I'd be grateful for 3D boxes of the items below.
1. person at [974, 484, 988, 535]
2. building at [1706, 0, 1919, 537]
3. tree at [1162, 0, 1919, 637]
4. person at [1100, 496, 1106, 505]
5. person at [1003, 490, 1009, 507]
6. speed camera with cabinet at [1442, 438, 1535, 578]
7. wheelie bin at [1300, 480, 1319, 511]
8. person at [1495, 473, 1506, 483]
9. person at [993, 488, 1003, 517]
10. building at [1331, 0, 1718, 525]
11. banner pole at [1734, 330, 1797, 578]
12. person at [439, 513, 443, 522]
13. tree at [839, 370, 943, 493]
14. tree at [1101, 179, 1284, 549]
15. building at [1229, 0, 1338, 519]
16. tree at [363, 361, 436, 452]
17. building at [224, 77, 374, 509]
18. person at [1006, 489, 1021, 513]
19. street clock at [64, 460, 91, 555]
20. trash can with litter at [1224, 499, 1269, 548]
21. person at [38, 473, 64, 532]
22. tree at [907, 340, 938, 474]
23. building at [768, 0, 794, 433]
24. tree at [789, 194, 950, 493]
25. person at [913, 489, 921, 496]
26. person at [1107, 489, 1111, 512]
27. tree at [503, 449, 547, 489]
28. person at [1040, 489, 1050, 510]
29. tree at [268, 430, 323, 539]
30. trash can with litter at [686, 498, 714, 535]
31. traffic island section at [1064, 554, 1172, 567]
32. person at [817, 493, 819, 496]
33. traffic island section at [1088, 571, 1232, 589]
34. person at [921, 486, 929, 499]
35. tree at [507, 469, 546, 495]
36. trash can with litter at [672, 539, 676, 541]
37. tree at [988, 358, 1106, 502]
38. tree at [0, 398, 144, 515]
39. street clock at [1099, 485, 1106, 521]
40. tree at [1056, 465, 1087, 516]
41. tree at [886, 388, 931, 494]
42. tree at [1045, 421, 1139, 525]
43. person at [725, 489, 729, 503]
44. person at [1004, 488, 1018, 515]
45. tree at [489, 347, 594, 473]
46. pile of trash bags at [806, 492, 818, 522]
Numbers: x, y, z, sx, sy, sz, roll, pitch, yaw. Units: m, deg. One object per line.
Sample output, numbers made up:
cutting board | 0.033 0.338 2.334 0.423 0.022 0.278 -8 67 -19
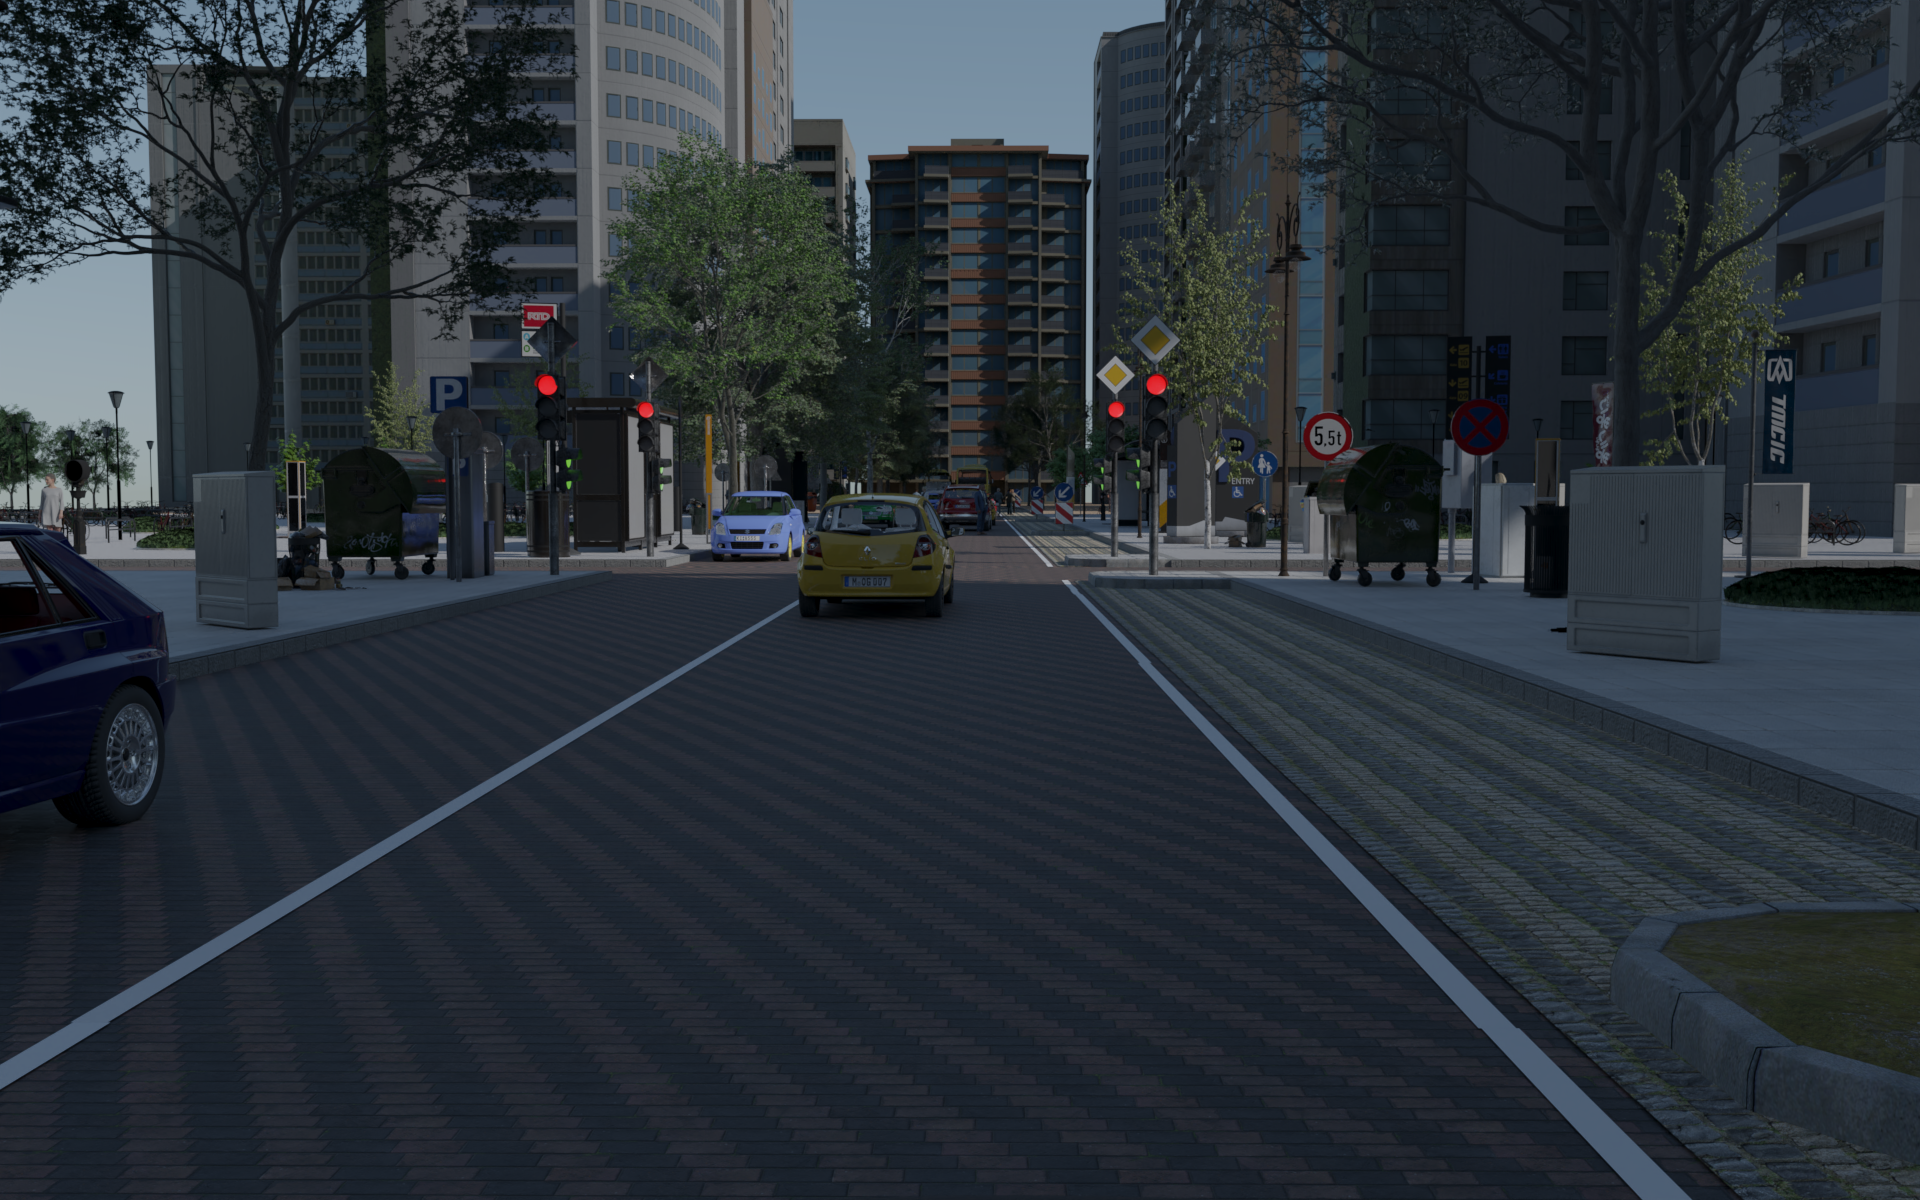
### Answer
person | 0.749 -3.220 61.334 0.419 1.800 0.721 3 4 36
building | 41.659 -31.307 53.876 28.212 58.520 21.231 0 4 1
tree | 6.155 -6.428 15.463 12.009 13.543 11.850 0 3 0
person | 12.300 -8.557 149.146 0.628 1.438 0.799 -3 4 -38
person | 4.755 -9.981 171.701 1.348 1.823 0.705 -1 4 -21
speed camera with cabinet | 8.330 -2.018 27.331 0.660 3.252 2.038 -1 4 -10
wheelie bin | 8.414 -1.977 40.224 0.980 1.594 0.693 -1 4 -14
person | 13.248 -2.224 42.592 0.709 1.800 0.728 -2 4 -30
person | 2.408 -6.199 110.026 0.661 1.801 0.590 0 4 -3
building | 23.151 -18.505 74.256 14.160 30.474 14.107 0 4 1
banner pole | 12.325 -2.228 26.444 0.863 3.779 0.401 0 4 3
person | -17.020 -2.938 56.676 0.503 1.515 0.523 1 4 10
tree | -6.331 -14.483 153.797 9.611 12.733 9.660 0 3 0
tree | 5.613 -5.483 40.008 4.737 8.622 4.395 0 3 0
building | 22.976 -27.267 95.919 14.600 45.320 14.200 0 4 1
tree | -30.663 -8.875 95.461 4.737 8.622 4.395 0 3 0
building | -49.275 -28.602 159.526 23.993 40.220 32.217 0 4 1
person | 3.864 -7.277 127.485 1.348 1.823 0.705 0 4 2
street clock | -18.668 -1.964 36.679 0.471 2.002 0.358 1 4 15
trash can with litter | 6.885 -1.850 41.637 1.055 1.170 0.624 2 4 25
person | -19.889 -1.900 37.865 0.760 1.731 0.466 3 4 38
tree | -6.478 -14.129 137.658 9.857 13.997 8.962 0 3 0
building | -26.865 -44.378 163.837 20.611 71.187 20.563 0 4 1
tree | -7.053 -15.696 112.523 12.611 20.169 13.585 0 3 0
person | -3.379 -7.665 133.805 1.348 1.826 0.705 0 4 2
person | 10.671 -7.070 123.107 0.415 1.643 0.593 1 4 21
tree | -26.066 -7.395 104.625 4.285 4.588 4.351 0 3 0
person | 6.767 -8.262 141.833 1.217 1.736 0.721 1 4 13
tree | -19.442 -3.405 50.272 1.663 3.219 1.824 0 3 0
trash can with litter | -8.032 -2.637 54.498 1.055 1.170 0.624 -3 4 -38
traffic island section | 3.175 -0.801 35.375 2.009 0.180 2.903 0 4 1
person | -10.468 -7.730 132.510 1.350 1.814 0.705 -1 4 -20
traffic island section | 3.081 -0.312 27.390 2.009 0.180 2.903 0 4 1
person | -1.907 -5.203 93.446 0.514 1.842 0.818 1 4 16
tree | -18.259 -4.781 72.765 1.663 3.219 1.824 0 3 0
trash can with litter | -8.602 -2.269 48.162 1.678 1.210 2.233 -1 4 -11
tree | 6.583 -11.256 118.446 8.767 10.594 7.601 -1 4 -11
tree | -56.991 -8.447 101.021 11.467 7.101 20.602 0 4 1
street clock | 6.915 -4.833 83.595 0.358 2.002 0.471 2 4 34
tree | 6.244 -6.431 99.744 1.663 3.219 1.824 0 3 0
tree | -5.952 -16.915 186.928 12.009 13.543 11.850 0 3 0
tree | 6.774 -5.479 73.295 4.285 4.588 4.351 0 3 0
person | -12.122 -5.240 91.674 0.622 1.834 0.822 -2 4 -33
person | 3.443 -6.738 118.690 0.705 1.821 1.348 -3 5 -44
tree | -18.358 -7.732 76.779 4.737 8.622 4.395 0 3 0
pile of trash bags | -7.676 -4.251 79.258 1.912 1.369 3.447 2 4 32
